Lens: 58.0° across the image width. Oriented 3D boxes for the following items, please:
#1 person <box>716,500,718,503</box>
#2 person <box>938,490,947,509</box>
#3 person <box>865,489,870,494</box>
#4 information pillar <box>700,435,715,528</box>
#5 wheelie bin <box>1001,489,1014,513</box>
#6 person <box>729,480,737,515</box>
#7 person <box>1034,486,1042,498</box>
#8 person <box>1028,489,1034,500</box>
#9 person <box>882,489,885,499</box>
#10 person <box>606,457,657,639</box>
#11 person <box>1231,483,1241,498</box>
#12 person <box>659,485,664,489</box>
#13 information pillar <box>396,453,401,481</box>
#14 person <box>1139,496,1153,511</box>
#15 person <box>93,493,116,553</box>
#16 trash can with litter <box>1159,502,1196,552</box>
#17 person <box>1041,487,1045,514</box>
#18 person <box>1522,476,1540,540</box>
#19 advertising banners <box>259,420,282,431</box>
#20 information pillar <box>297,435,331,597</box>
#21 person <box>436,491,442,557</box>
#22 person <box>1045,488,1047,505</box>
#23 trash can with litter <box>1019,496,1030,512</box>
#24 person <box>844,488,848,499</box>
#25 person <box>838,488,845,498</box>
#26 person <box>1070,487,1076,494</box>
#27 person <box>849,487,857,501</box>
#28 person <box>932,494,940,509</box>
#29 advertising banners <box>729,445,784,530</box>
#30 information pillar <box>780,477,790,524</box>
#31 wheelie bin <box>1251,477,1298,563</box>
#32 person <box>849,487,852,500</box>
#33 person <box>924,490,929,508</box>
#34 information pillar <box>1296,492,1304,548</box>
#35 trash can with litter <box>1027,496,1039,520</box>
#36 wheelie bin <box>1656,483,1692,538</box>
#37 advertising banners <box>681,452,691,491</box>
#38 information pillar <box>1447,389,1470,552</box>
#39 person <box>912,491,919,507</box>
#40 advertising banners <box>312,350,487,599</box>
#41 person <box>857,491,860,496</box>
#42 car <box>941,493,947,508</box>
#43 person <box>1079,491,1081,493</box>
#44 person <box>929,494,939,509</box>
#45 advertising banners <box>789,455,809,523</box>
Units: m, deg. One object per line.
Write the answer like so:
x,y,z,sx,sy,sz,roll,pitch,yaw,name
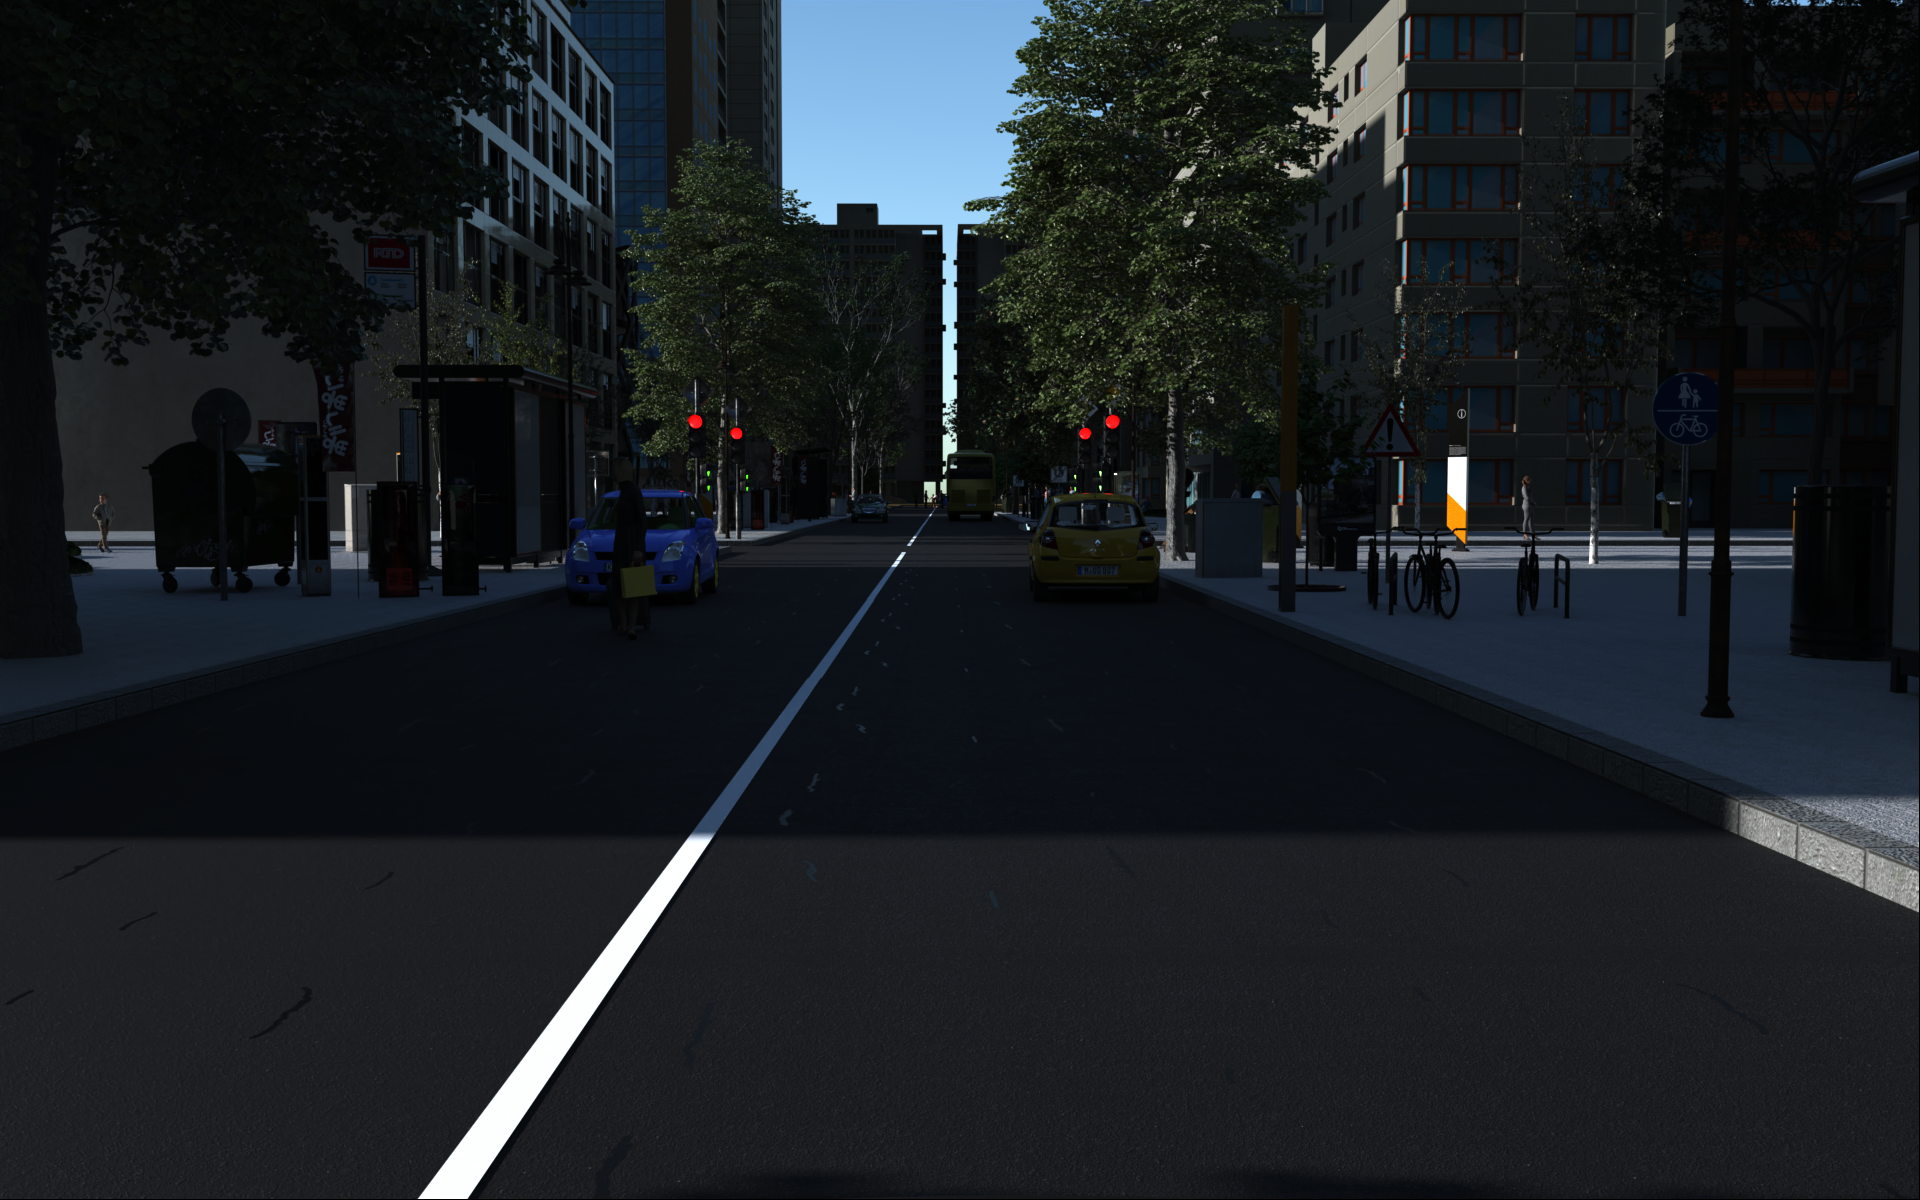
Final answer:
-10.128,-4.109,73.589,0.716,1.782,0.532,3,5,39,person
-1.793,-9.563,164.998,1.348,1.807,0.705,0,3,0,person
-7.824,-8.438,144.717,1.217,1.743,0.721,3,5,44,person
-9.624,-4.560,65.918,0.504,3.616,0.183,1,4,16,information pillar
3.273,-6.757,118.387,0.980,1.594,0.693,-3,4,-39,wheelie bin
-8.483,-3.587,64.879,0.721,1.800,0.419,-3,4,-36,person
3.981,-5.087,89.476,0.793,1.790,0.793,-3,4,-37,person
7.889,-11.640,195.985,1.348,1.869,0.705,-2,4,-31,person
-7.842,-10.197,173.298,0.750,1.759,0.617,1,4,12,person
-3.337,-0.545,17.622,0.699,1.804,1.509,0,4,-1,person
11.637,-4.109,73.894,0.598,1.740,0.731,1,4,22,person
-16.181,-5.340,93.530,0.728,1.800,0.709,-1,4,-20,person
-9.826,-1.612,30.852,0.304,2.012,0.304,-2,4,-33,information pillar
10.863,-5.512,101.666,1.012,1.151,0.738,0,4,4,person
-18.722,-1.689,37.927,0.640,1.303,0.475,2,4,30,person
4.907,-1.634,38.106,1.055,1.170,0.624,2,4,24,trash can with litter
5.361,-6.538,113.122,0.590,1.801,0.661,1,4,19,person
15.960,-2.571,48.354,0.573,1.790,0.520,1,4,10,person
-16.997,-2.720,40.661,2.074,3.025,0.090,-2,4,-28,advertising banners
-8.110,-1.056,21.764,0.304,2.012,0.304,-2,4,-34,information pillar
-10.360,-1.761,35.013,0.511,1.800,0.466,2,4,27,person
5.975,-6.940,119.525,0.388,1.821,0.555,-3,5,-40,person
4.579,-6.789,122.059,1.678,1.210,2.233,0,4,-7,trash can with litter
-9.085,-8.046,138.264,0.621,1.740,0.551,-3,5,-40,person
-10.336,-9.164,155.808,1.348,1.831,0.705,-1,4,-9,person
7.256,-6.497,112.364,0.616,1.811,0.778,3,5,45,person
-7.562,-7.119,122.639,0.583,1.804,0.606,0,4,6,person
-2.285,-9.250,162.918,0.628,1.438,0.799,1,4,13,person
-7.287,-4.028,62.044,2.074,3.025,0.090,0,4,2,advertising banners
-7.406,-4.205,73.237,0.304,2.012,0.304,1,4,17,information pillar
5.884,-1.507,32.553,0.693,1.594,0.980,3,5,42,wheelie bin
-8.223,-7.694,131.973,0.705,1.807,1.348,2,4,29,person
-3.365,-10.057,173.074,0.705,1.807,1.348,1,4,14,person
7.904,-3.024,40.803,0.183,3.616,0.504,3,5,44,information pillar
3.795,-4.630,87.095,0.624,1.170,1.055,1,4,18,trash can with litter
21.034,-2.641,51.081,0.980,1.594,0.693,1,4,8,wheelie bin
-10.535,-4.231,65.367,0.090,3.025,2.074,1,4,15,advertising banners
11.145,-2.896,38.704,0.183,3.616,0.504,-3,5,-44,information pillar
-4.778,-10.831,186.296,0.721,1.735,1.217,3,4,36,person
-6.934,-1.543,21.421,2.074,3.025,0.090,-2,4,-29,advertising banners
-8.741,-8.569,146.083,1.348,1.831,0.705,-1,4,-20,person
-1.119,-10.477,180.889,1.945,1.707,3.694,0,4,-2,car
9.235,-7.645,131.771,1.217,1.736,0.721,1,4,22,person
-2.527,-9.319,164.125,1.065,1.426,0.557,2,4,30,person
-7.666,-4.943,76.998,2.074,3.025,0.090,1,4,14,advertising banners
